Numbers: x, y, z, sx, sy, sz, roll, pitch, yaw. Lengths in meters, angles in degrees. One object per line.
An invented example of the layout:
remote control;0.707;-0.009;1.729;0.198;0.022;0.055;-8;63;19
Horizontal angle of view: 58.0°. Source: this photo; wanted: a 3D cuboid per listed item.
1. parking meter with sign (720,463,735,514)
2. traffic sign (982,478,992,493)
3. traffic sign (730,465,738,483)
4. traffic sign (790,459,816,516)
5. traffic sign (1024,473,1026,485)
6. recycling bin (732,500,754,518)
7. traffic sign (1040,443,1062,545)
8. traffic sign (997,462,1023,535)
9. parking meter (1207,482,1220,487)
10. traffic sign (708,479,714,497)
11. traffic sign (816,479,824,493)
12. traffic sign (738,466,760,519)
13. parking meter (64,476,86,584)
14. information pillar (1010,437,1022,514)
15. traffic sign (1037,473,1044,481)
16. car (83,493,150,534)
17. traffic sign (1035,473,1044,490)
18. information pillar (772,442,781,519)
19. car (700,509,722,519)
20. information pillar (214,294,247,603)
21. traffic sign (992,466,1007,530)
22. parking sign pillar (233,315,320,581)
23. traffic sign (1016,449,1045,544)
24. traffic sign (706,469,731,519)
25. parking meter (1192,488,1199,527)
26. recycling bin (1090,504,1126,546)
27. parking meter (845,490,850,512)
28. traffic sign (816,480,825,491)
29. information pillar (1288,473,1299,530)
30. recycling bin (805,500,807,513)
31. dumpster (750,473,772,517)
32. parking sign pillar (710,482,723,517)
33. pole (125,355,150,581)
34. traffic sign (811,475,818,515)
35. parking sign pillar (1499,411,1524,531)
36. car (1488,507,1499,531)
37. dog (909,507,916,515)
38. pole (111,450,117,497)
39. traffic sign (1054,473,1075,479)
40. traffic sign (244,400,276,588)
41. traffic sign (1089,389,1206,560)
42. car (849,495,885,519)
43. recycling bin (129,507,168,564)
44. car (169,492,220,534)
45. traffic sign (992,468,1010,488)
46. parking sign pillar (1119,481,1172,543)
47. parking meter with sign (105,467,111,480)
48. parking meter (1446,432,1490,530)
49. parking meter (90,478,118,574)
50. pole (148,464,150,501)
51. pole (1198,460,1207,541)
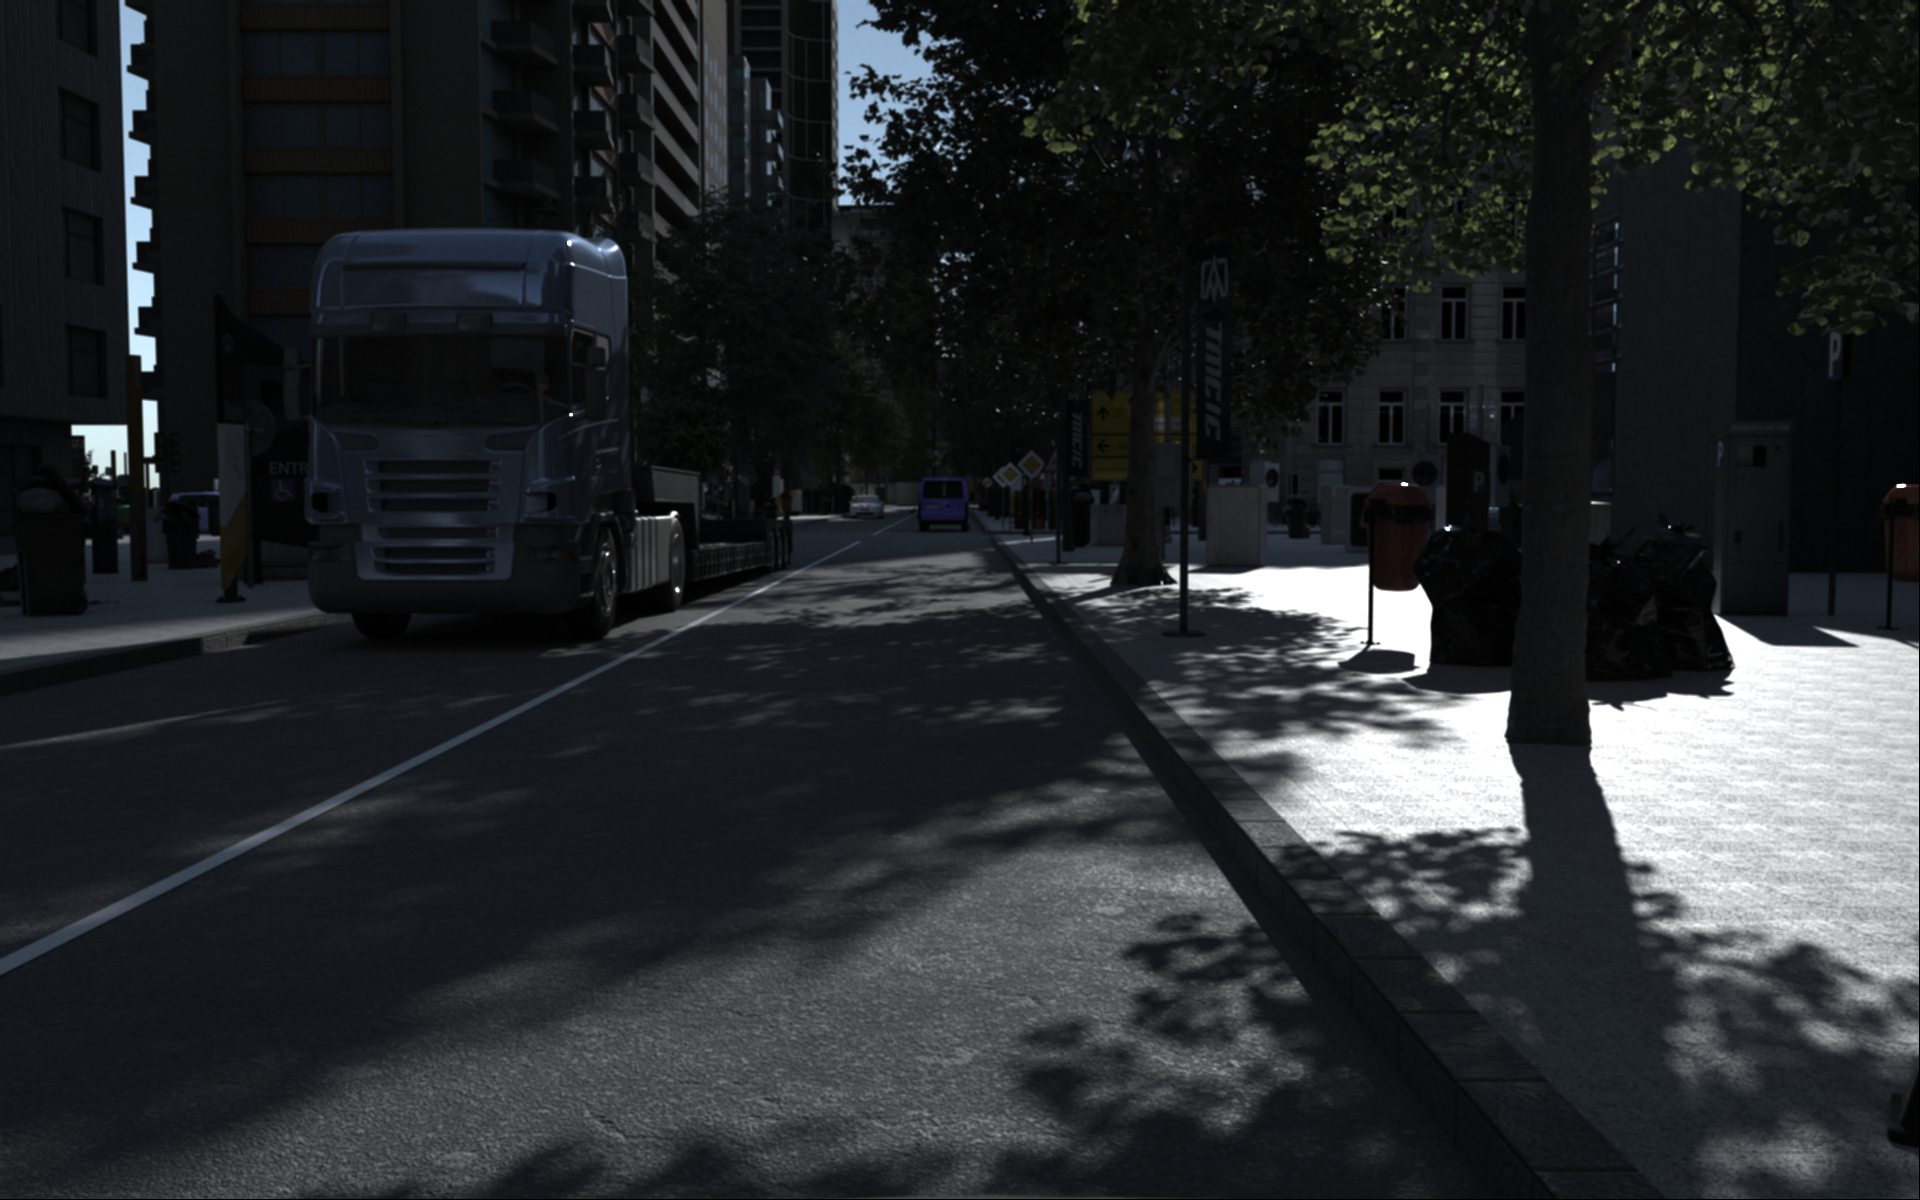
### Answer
parking meter with sign;-13.292;-6.451;101.729;0.543;3.016;1.738;3;5;43
traffic sign;2.089;-8.131;133.050;0.768;2.556;0.104;0;4;3
traffic sign;-9.804;-4.681;76.646;0.768;2.556;0.104;0;4;8
traffic sign;-9.599;-6.588;101.588;2.265;3.308;0.079;0;4;5
traffic sign;2.989;-4.911;82.429;0.606;2.300;0.079;0;4;5
recycling bin;-9.036;-3.651;72.251;0.722;1.027;0.722;-2;4;-31
traffic sign;2.466;-2.688;43.961;0.884;2.594;0.081;0;4;0
traffic sign;1.554;-3.057;53.620;0.795;2.450;0.064;0;4;0
parking meter;5.450;-1.748;36.998;0.372;1.533;0.369;0;3;0
traffic sign;-10.973;-4.693;76.836;0.768;2.556;0.104;0;4;6
traffic sign;-10.218;-7.590;125.278;0.795;2.450;0.064;0;4;3
traffic sign;-7.511;-3.545;61.603;0.795;2.450;0.064;0;4;0
parking meter;-12.735;-1.001;24.773;0.372;1.533;0.369;0;3;0
information pillar;2.293;-4.823;70.216;0.504;3.616;0.183;0;4;1
traffic sign;3.475;-4.185;68.435;0.884;2.594;0.081;0;4;7
car;-29.257;-2.964;57.263;4.718;1.807;1.959;0;4;0
traffic sign;3.952;-5.099;83.481;0.768;2.556;0.104;0;4;4
information pillar;-8.204;-5.255;77.274;0.183;3.616;0.504;2;4;34
car;-10.411;-2.840;58.236;4.920;1.459;2.131;0;4;0
information pillar;-8.647;-1.785;20.539;0.183;3.616;0.504;0;4;5
traffic sign;1.533;-3.545;61.606;0.795;2.450;0.064;0;4;0
parking sign pillar;-10.272;-2.308;26.206;1.447;3.967;1.447;-2;4;-23
traffic sign;1.853;-2.668;44.802;0.795;2.450;0.064;0;4;0
traffic sign;-7.490;-3.057;53.618;0.795;2.450;0.064;0;4;0
parking meter;9.271;-3.634;67.824;0.372;1.533;0.369;0;3;0
recycling bin;3.657;-1.851;42.814;0.722;1.027;0.722;-1;4;-13
parking meter;-7.851;-6.878;120.868;0.372;1.533;0.369;0;3;0
traffic sign;-10.203;-7.620;126.716;0.606;2.300;0.079;0;4;1
information pillar;11.896;-3.504;61.788;0.304;2.012;0.304;-1;4;-10
recycling bin;-11.088;-6.687;121.881;0.722;1.027;0.722;-3;4;-37
dumpster;-9.066;-4.698;79.305;1.502;2.255;1.985;0;4;0
parking sign pillar;-13.122;-6.387;92.907;1.447;3.967;1.447;-1;4;-10
pole;-12.134;-1.937;25.516;0.158;3.312;0.155;0;3;0
traffic sign;-9.215;-6.578;107.650;0.768;2.556;0.104;0;4;4
parking sign pillar;14.854;-3.484;45.438;1.447;3.967;1.447;1;4;11
car;16.921;-2.819;58.090;4.499;1.417;2.014;0;4;1
dog;-3.314;-6.161;120.016;0.406;0.507;0.540;1;4;9
pole;-39.496;-5.323;80.866;0.158;3.312;0.155;0;3;0
traffic sign;2.982;-2.897;49.494;0.606;2.300;0.079;0;4;1
traffic sign;-9.670;-1.433;23.538;0.768;2.556;0.104;0;4;4
traffic sign;3.655;-2.442;33.804;2.265;3.308;0.079;0;4;5
car;-5.462;-5.482;101.989;2.083;1.381;4.827;0;4;0
recycling bin;-15.033;-1.213;32.391;0.722;1.027;0.722;3;5;45
car;-23.963;-2.853;56.235;3.694;1.707;1.945;0;4;0
traffic sign;3.603;-8.496;132.780;2.265;3.308;0.079;1;4;9
parking sign pillar;4.870;-3.491;45.549;1.447;3.967;1.447;-1;4;-17
parking meter with sign;-55.675;-7.138;112.966;0.543;3.016;1.738;-3;5;-44
parking meter;4.858;-0.665;16.579;0.399;1.863;0.255;-3;4;-39
parking meter;-13.824;-1.197;27.977;0.372;1.533;0.369;0;3;0
pole;-47.787;-6.608;101.889;0.158;3.312;0.155;0;3;0
pole;6.676;-3.290;47.638;0.158;3.312;0.155;0;3;0
